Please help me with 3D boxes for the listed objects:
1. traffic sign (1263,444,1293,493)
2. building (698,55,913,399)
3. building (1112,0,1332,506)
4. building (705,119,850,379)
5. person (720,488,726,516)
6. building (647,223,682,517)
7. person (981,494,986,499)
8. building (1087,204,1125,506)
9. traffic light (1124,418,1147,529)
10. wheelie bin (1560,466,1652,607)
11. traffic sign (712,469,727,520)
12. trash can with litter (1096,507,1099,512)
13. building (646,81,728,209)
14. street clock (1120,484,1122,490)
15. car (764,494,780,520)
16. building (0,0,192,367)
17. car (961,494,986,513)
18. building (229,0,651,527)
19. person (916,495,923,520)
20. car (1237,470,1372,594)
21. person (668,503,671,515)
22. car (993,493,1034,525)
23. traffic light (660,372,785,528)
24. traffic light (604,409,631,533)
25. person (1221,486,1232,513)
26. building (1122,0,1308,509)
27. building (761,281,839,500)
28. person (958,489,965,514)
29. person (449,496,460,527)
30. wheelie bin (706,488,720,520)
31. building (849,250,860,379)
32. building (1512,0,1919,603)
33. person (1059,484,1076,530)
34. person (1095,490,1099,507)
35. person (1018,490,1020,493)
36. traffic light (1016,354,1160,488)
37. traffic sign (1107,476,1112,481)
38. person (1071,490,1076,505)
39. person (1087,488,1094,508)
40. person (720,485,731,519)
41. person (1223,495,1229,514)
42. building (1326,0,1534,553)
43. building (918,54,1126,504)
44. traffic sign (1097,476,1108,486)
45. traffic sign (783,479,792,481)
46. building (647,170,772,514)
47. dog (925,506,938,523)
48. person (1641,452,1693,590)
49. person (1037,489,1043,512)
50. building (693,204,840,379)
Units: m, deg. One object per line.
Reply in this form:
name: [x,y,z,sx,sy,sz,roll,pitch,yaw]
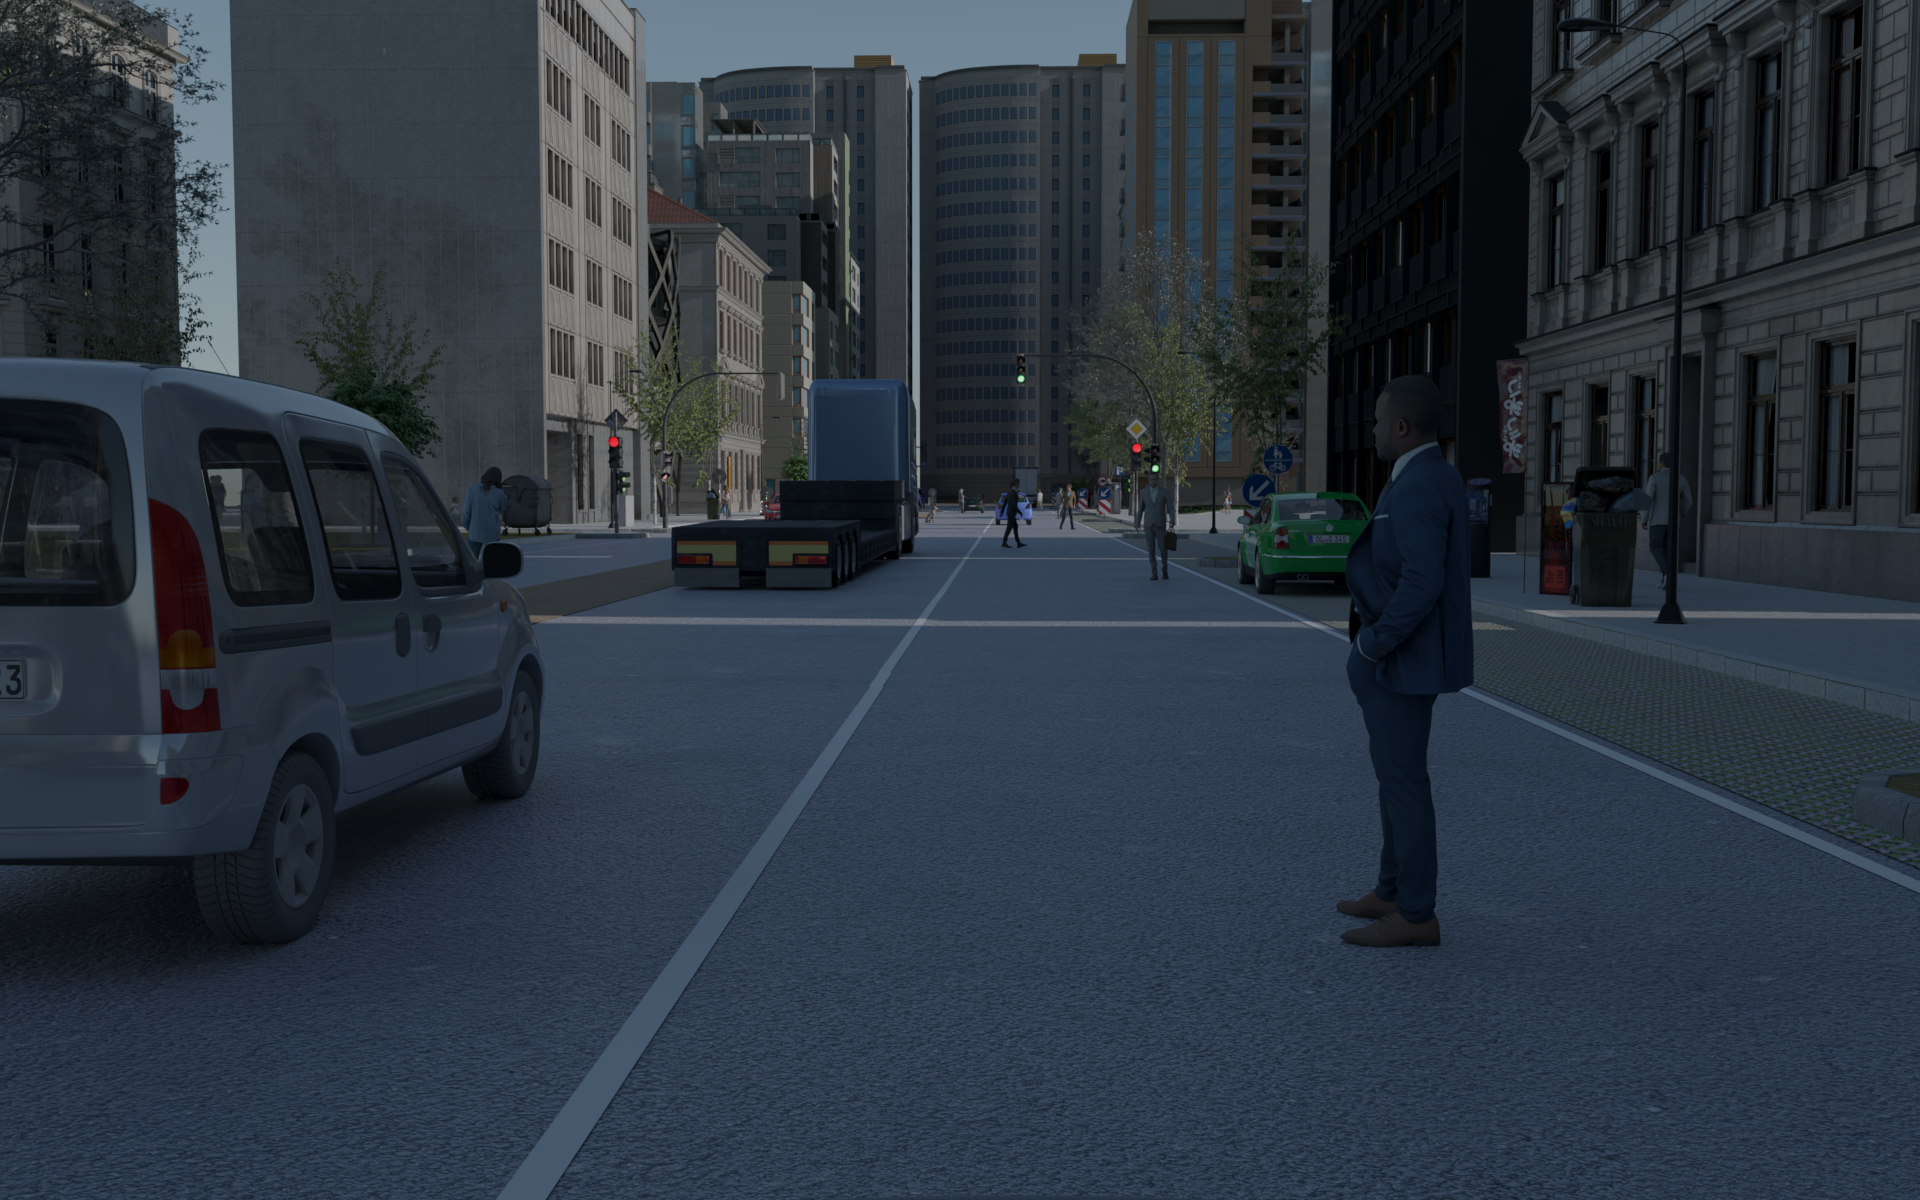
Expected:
traffic sign: [8.164,-2.719,44.558,0.768,2.556,0.104,0,4,5]
building: [-20.660,-42.475,236.463,28.212,58.520,21.231,0,4,2]
building: [27.394,-33.800,172.245,23.786,49.044,30.456,0,4,2]
building: [-19.739,-31.015,190.691,14.154,41.232,14.086,0,4,2]
person: [-13.743,-5.743,100.775,0.643,1.720,0.563,0,4,-7]
building: [-24.253,-13.986,96.123,16.820,18.784,16.811,0,4,2]
person: [2.425,-10.849,189.147,1.065,1.426,0.557,1,4,14]
building: [31.100,-31.053,199.591,32.217,40.220,23.993,0,4,2]
traffic light: [6.524,-4.611,64.317,0.839,4.253,0.868,0,4,2]
wheelie bin: [7.415,-0.730,19.848,0.980,1.594,0.693,1,4,9]
traffic sign: [-12.126,-5.327,87.198,0.768,2.556,0.104,0,4,4]
trash can with litter: [10.342,-6.968,125.314,0.624,1.170,1.055,3,4,38]
building: [-41.548,-35.605,201.753,30.456,49.044,23.786,0,4,2]
street clock: [10.254,-6.595,112.406,0.358,2.002,0.471,-3,4,-38]
car: [-7.407,-4.063,75.469,2.155,1.783,4.494,0,4,2]
building: [-59.819,-18.397,77.205,44.131,29.872,17.030,0,4,2]
car: [0.970,-7.367,130.232,2.009,1.686,4.222,0,4,2]
building: [-21.946,-15.849,77.151,12.078,24.808,19.932,0,4,2]
person: [-1.943,-4.063,75.350,0.576,1.772,0.534,-3,5,-41]
car: [5.197,-1.048,25.931,1.959,1.807,4.718,0,4,4]
person: [-17.980,-6.137,106.355,0.580,1.828,0.573,-1,4,-15]
car: [2.498,-4.372,81.070,1.945,1.707,3.694,0,4,1]
traffic light: [-8.936,-5.512,64.788,4.771,5.953,1.251,0,4,2]
traffic light: [-11.264,-4.154,56.832,0.839,4.253,0.868,0,4,2]
person: [17.788,-6.670,115.185,0.778,1.811,0.616,-2,4,-24]
building: [21.655,-30.588,150.230,14.600,45.320,14.200,0,4,2]
building: [-26.099,-18.998,155.655,27.650,21.520,28.899,0,4,2]
person: [0.129,-6.950,122.323,0.526,1.800,0.537,-1,4,-16]
person: [-15.094,-2.485,51.682,0.382,1.210,0.505,0,4,6]
wheelie bin: [-12.370,-4.808,86.526,0.693,1.594,0.980,-1,4,-13]
building: [-19.143,-26.575,206.205,14.107,30.474,14.160,0,4,2]
building: [16.179,-9.920,26.815,10.561,19.102,19.286,0,4,2]
person: [4.327,-3.763,69.936,0.656,1.842,0.836,-3,5,-44]
person: [13.697,-10.185,173.244,0.621,1.740,0.551,-1,4,-21]
person: [5.379,-9.158,158.263,0.705,1.821,1.348,0,4,7]
traffic light: [4.197,-4.990,56.255,4.771,5.953,1.251,0,4,2]
traffic sign: [10.636,-7.575,123.858,0.884,2.594,0.081,0,4,3]
person: [13.240,-12.214,205.823,0.705,1.814,1.350,-3,4,-39]
person: [12.061,-9.541,161.980,1.348,1.831,0.705,3,5,42]
person: [-12.086,-5.026,88.808,0.643,1.750,0.593,1,4,22]
person: [16.968,-6.082,110.494,0.382,1.210,0.505,1,4,12]
building: [17.221,-13.158,44.814,12.332,23.373,15.834,0,4,2]
building: [8.701,-42.429,235.709,28.212,58.520,21.231,0,4,2]
traffic sign: [9.868,-7.336,120.046,0.768,2.556,0.104,1,4,10]
traffic sign: [-11.411,-6.861,114.299,0.606,2.300,0.079,0,4,6]
building: [-20.219,-17.387,120.436,11.583,22.565,21.152,0,4,2]
dog: [-1.545,-4.247,86.274,0.800,0.831,0.513,2,4,34]
person: [9.527,-1.065,23.299,0.661,1.843,0.795,0,4,-4]
person: [6.272,-7.757,135.559,0.478,1.798,0.641,-1,4,-20]
building: [-19.906,-24.786,176.948,14.160,30.474,14.107,0,4,2]
